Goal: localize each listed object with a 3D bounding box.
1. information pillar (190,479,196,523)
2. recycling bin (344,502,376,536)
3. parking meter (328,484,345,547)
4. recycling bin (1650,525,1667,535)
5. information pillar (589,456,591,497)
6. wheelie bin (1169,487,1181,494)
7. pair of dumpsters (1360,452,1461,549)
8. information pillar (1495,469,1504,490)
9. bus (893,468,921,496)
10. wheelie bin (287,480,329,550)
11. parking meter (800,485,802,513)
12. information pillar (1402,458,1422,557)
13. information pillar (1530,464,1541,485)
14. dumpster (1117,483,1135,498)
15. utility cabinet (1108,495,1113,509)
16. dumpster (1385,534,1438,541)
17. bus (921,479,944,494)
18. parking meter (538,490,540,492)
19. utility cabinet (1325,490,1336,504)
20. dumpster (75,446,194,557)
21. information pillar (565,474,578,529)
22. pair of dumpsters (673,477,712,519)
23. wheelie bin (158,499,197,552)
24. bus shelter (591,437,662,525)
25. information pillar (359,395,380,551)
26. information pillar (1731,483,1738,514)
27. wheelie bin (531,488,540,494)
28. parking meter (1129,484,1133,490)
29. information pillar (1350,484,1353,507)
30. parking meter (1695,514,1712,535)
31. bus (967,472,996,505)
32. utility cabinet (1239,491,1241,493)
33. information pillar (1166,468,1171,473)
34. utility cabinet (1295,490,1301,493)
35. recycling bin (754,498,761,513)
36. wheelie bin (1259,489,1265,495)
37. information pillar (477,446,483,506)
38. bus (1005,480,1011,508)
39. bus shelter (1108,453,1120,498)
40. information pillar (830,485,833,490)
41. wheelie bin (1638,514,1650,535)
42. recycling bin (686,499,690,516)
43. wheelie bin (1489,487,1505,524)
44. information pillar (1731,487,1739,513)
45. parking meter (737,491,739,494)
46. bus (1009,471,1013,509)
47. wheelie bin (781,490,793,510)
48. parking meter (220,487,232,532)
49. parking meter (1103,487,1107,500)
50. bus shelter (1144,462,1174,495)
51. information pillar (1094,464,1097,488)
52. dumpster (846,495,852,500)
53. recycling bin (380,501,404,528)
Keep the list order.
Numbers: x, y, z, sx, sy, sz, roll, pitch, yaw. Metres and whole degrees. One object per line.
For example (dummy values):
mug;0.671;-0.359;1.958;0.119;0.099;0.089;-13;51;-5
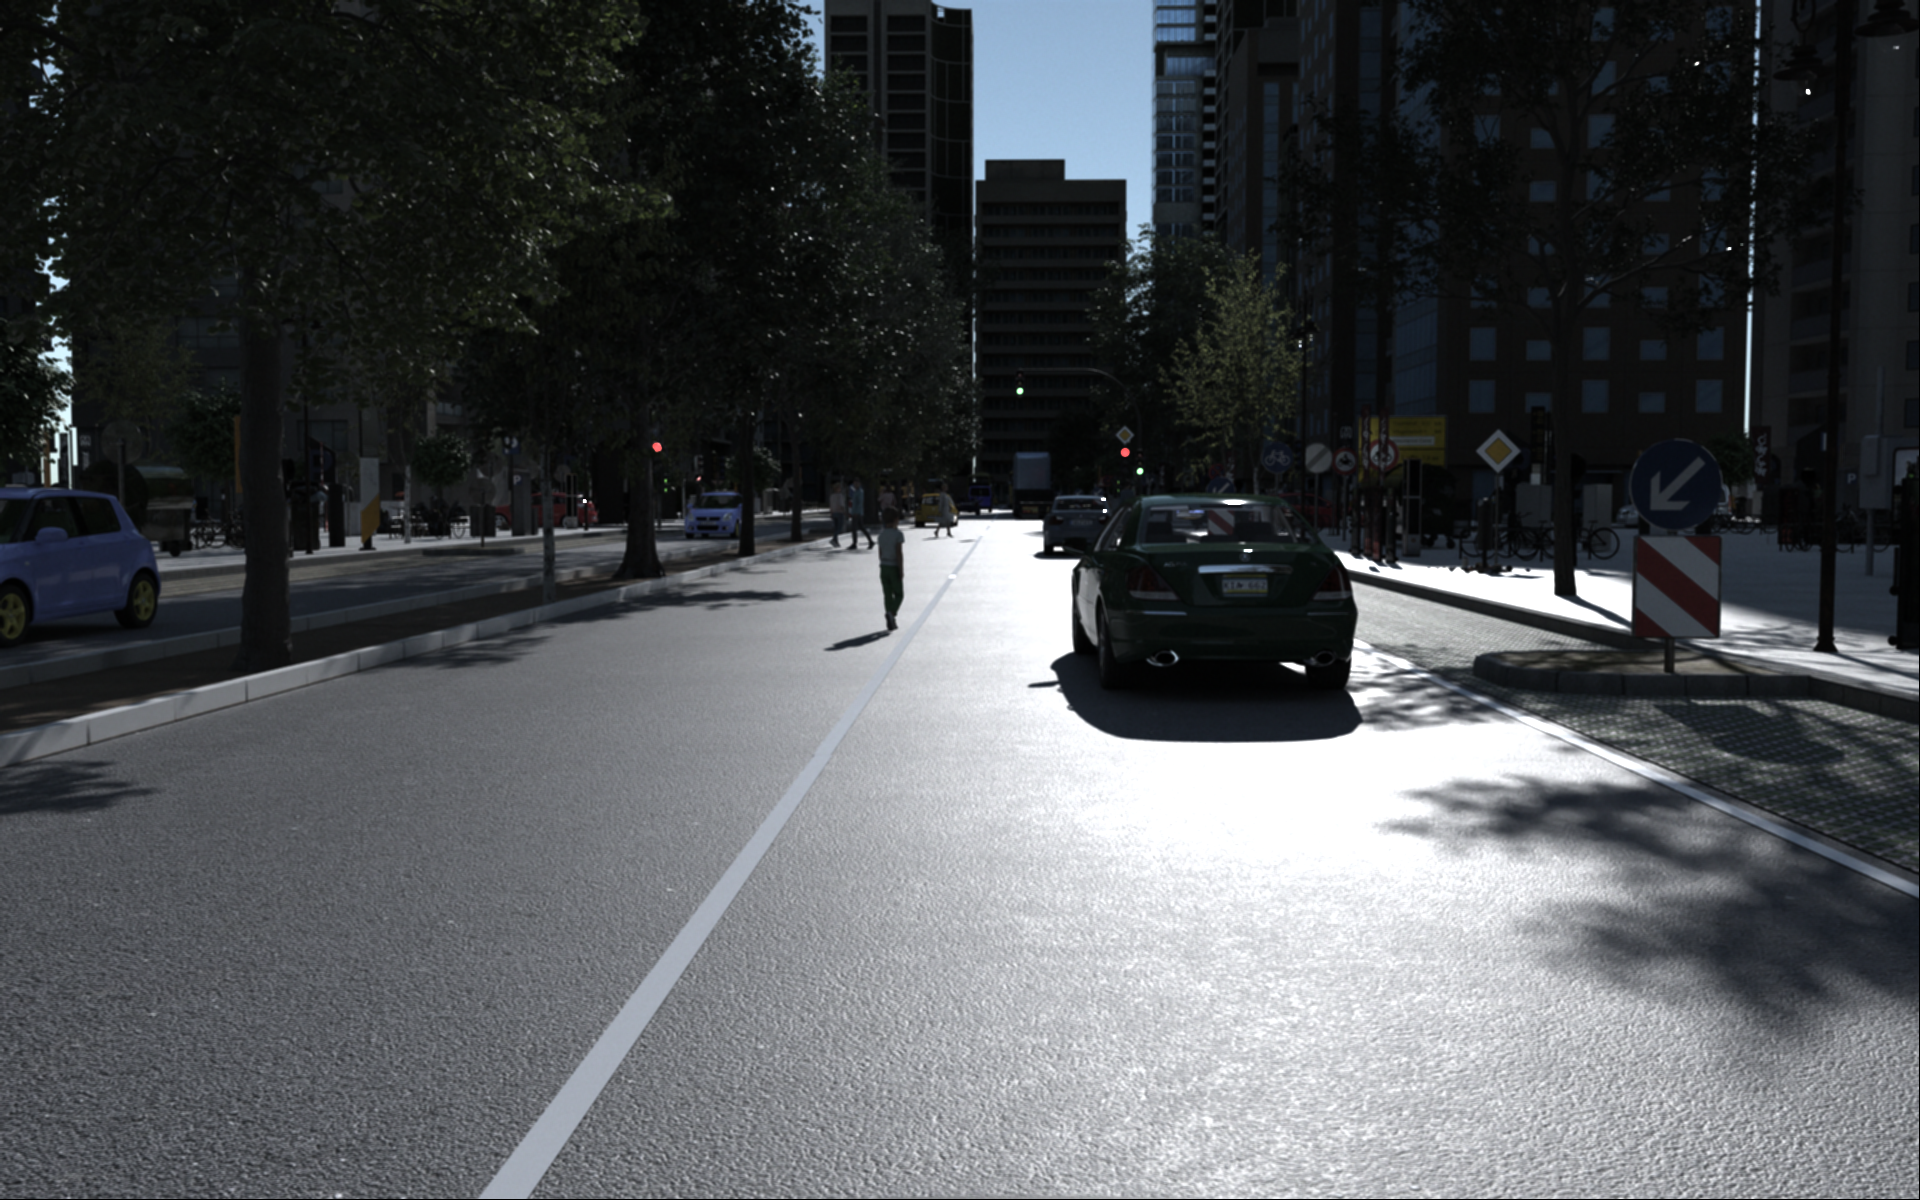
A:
information pillar;-33.811;-4.381;76.122;0.304;2.012;0.304;0;4;-7
recycling bin;-18.492;-2.493;53.318;0.722;1.027;0.722;2;4;32
parking meter;-15.186;-2.066;42.190;0.372;1.533;0.369;0;3;0
recycling bin;20.499;-2.319;50.462;0.722;1.027;0.722;1;4;22
information pillar;-22.513;-6.979;105.460;0.183;3.616;0.504;0;4;-4
wheelie bin;9.936;-4.414;80.084;0.980;1.594;0.693;0;4;-6
pair of dumpsters;10.976;-2.438;42.356;1.574;2.255;4.437;0;4;2
information pillar;24.853;-5.403;79.694;0.183;3.616;0.504;-3;5;-42
bus;-5.193;-10.148;157.468;2.896;3.916;12.252;0;4;3
wheelie bin;-14.960;-1.941;39.637;0.980;1.594;0.693;-1;4;-23
parking meter;-10.944;-6.832;117.410;0.399;1.863;0.255;0;4;6
information pillar;9.250;-1.894;35.455;0.304;2.012;0.304;0;4;-4
information pillar;23.288;-4.819;70.145;0.504;3.616;0.183;-2;4;-26
dumpster;12.023;-7.427;123.926;1.502;2.255;1.985;0;4;2
utility cabinet;11.326;-7.496;133.721;1.020;1.237;0.306;1;4;14
dumpster;12.566;-2.813;48.481;1.502;2.255;1.985;0;4;2
bus;-3.205;-12.995;207.333;2.948;3.499;13.247;0;4;0
parking meter;-23.568;-5.389;96.519;0.372;1.533;0.369;0;3;0
utility cabinet;22.676;-5.874;104.718;1.173;1.500;0.318;2;4;31
dumpster;-16.493;-1.965;34.616;1.502;2.255;1.985;0;4;2
information pillar;-14.164;-3.589;63.170;0.304;2.012;0.304;2;4;23
pair of dumpsters;-14.332;-5.504;92.489;1.574;2.255;4.437;0;4;2
wheelie bin;-17.688;-1.894;38.872;0.980;1.594;0.693;-3;4;-38
bus shelter;-14.322;-5.099;74.646;1.731;3.624;6.357;0;4;2
information pillar;-13.479;-2.944;39.494;0.183;3.616;0.504;2;4;30
information pillar;49.650;-7.322;111.076;0.504;3.616;0.183;0;4;-4
wheelie bin;-20.884;-4.695;84.676;0.693;1.594;0.980;-2;4;-27
parking meter;9.813;-5.783;100.271;0.399;1.863;0.255;3;5;39
information pillar;20.395;-6.011;89.640;0.504;3.616;0.183;-1;4;-17
parking meter;18.629;-2.139;43.378;0.372;1.533;0.369;0;3;0
bus;2.379;-12.518;196.220;2.896;3.916;12.252;0;4;3
utility cabinet;16.085;-5.629;100.715;0.318;1.500;1.173;1;4;20
information pillar;15.201;-8.305;127.144;0.504;3.616;0.183;-1;4;-14
utility cabinet;18.267;-5.158;93.016;0.318;1.500;1.173;2;4;24
recycling bin;-13.633;-6.256;114.845;0.722;1.027;0.722;1;4;15
wheelie bin;20.393;-6.555;115.081;0.693;1.594;0.980;-3;4;-37
information pillar;-15.555;-3.961;56.120;0.183;3.616;0.504;0;4;-5
bus;6.240;-11.395;181.165;2.948;3.499;13.247;0;4;0
bus shelter;12.764;-9.957;140.430;2.179;5.291;8.768;0;4;2
information pillar;-10.548;-8.449;142.627;0.304;2.012;0.304;-2;4;-28
wheelie bin;20.775;-2.711;52.239;0.693;1.594;0.980;2;4;30
recycling bin;-17.575;-6.189;113.745;0.722;1.027;0.722;-1;4;-11
wheelie bin;22.868;-4.012;73.497;0.693;1.594;0.980;2;4;32
information pillar;50.545;-6.633;112.942;0.304;2.012;0.304;-1;4;-11
parking meter;-17.757;-7.896;137.515;0.372;1.533;0.369;0;3;0
bus;6.062;-10.652;165.705;2.896;3.916;12.252;0;4;3
wheelie bin;-13.653;-7.875;136.666;0.980;1.594;0.693;-1;4;-19
parking meter;-24.791;-3.063;58.490;0.372;1.533;0.369;0;3;0
parking meter;10.276;-7.188;123.235;0.399;1.863;0.255;-2;4;-27
bus shelter;12.936;-7.202;111.678;2.014;3.302;5.546;0;4;2
information pillar;10.761;-8.905;136.953;0.183;3.616;0.504;2;4;29
dumpster;-8.764;-7.800;135.751;1.865;1.857;1.264;0;4;3
recycling bin;-20.793;-3.116;63.505;0.722;1.027;0.722;0;4;-4
